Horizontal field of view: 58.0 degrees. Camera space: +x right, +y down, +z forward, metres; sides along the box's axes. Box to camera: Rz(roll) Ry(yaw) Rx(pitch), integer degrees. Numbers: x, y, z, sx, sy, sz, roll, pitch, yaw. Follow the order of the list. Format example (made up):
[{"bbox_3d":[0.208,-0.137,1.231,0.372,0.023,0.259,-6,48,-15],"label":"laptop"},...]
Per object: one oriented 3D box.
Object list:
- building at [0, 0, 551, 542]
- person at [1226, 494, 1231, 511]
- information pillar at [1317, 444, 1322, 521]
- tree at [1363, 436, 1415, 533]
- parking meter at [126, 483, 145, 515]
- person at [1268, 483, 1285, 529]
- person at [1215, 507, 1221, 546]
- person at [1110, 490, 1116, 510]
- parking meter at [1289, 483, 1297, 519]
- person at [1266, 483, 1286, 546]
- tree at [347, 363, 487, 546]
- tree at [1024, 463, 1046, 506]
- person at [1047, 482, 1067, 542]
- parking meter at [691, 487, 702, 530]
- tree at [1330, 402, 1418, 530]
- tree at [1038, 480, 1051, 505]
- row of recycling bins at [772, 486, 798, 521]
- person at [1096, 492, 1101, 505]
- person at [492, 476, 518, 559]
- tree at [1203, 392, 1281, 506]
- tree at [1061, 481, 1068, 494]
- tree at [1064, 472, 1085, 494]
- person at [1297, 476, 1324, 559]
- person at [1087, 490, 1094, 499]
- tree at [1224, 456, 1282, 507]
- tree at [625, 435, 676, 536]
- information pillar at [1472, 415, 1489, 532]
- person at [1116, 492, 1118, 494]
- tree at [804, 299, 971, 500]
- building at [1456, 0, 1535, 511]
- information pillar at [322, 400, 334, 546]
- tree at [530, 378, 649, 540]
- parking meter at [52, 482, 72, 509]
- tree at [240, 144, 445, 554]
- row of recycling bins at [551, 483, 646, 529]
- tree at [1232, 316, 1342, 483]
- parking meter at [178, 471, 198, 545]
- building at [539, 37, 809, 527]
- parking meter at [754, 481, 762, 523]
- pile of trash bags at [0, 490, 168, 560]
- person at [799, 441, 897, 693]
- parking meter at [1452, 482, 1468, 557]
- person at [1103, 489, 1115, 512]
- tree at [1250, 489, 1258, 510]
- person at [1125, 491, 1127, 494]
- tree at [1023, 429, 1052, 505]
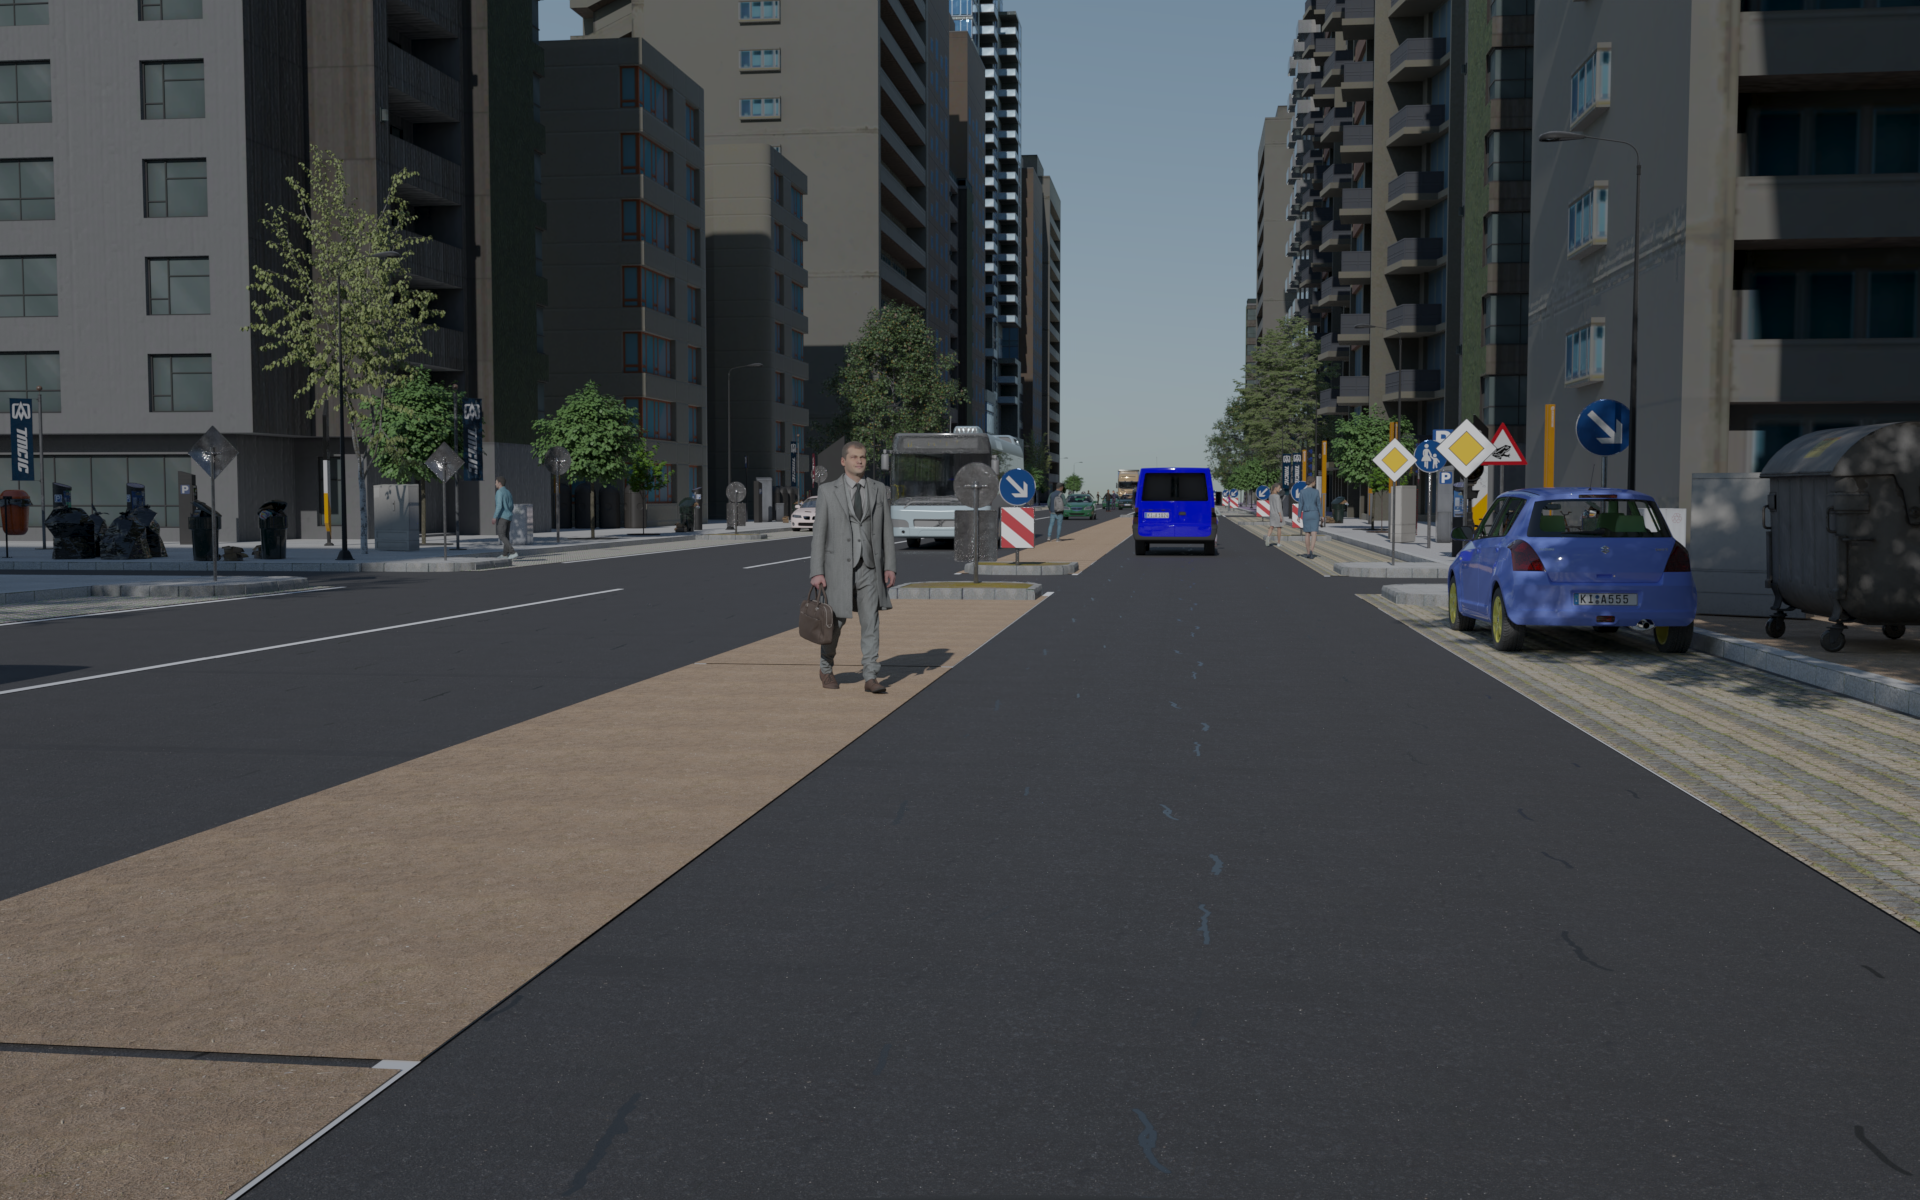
[{"bbox_3d":[-21.650,-17.125,51.691,14.160,30.474,14.107,0,4,7],"label":"building"},{"bbox_3d":[21.761,-7.820,139.586,0.991,1.433,0.599,-3,5,-42],"label":"person"},{"bbox_3d":[16.875,-5.497,81.231,0.183,3.616,0.504,3,5,42],"label":"information pillar"},{"bbox_3d":[13.957,-3.836,57.328,1.663,3.219,1.824,0,3,0],"label":"tree"},{"bbox_3d":[-18.252,-1.833,38.385,0.372,1.533,0.369,0,3,0],"label":"parking meter"},{"bbox_3d":[13.048,-3.877,71.244,0.474,1.900,0.648,-3,5,-42],"label":"person"},{"bbox_3d":[6.951,-2.128,47.569,0.425,1.301,0.394,0,4,7],"label":"person"},{"bbox_3d":[13.533,-8.857,153.754,0.568,1.767,0.683,2,4,25],"label":"person"},{"bbox_3d":[19.381,-5.809,100.694,0.399,1.863,0.255,3,5,40],"label":"parking meter"},{"bbox_3d":[8.563,-2.310,47.022,0.466,1.731,0.760,2,4,33],"label":"person"},{"bbox_3d":[-13.599,-3.657,43.505,4.285,4.588,4.351,0,3,0],"label":"tree"},{"bbox_3d":[7.291,-11.995,179.825,4.285,4.588,4.351,0,3,0],"label":"tree"},{"bbox_3d":[2.908,-2.634,51.912,0.623,1.781,0.721,1,4,14],"label":"person"},{"bbox_3d":[-9.337,-3.246,61.489,0.372,1.533,0.369,0,3,0],"label":"parking meter"},{"bbox_3d":[14.735,-4.781,61.889,4.285,4.588,4.351,0,3,0],"label":"tree"},{"bbox_3d":[9.902,-13.109,208.939,1.663,3.219,1.824,0,3,0],"label":"tree"},{"bbox_3d":[-8.779,-4.786,85.362,1.069,1.692,3.534,1,4,14],"label":"row of recycling bins"},{"bbox_3d":[18.235,-13.375,227.703,0.721,1.766,1.217,2,4,33],"label":"person"},{"bbox_3d":[-9.916,-1.792,37.816,0.620,1.820,0.660,0,4,8],"label":"person"},{"bbox_3d":[31.947,-16.939,193.958,9.611,12.733,9.660,0,3,0],"label":"tree"},{"bbox_3d":[14.181,-14.899,238.194,1.663,3.219,1.824,0,3,0],"label":"tree"},{"bbox_3d":[16.805,-16.600,255.127,4.285,4.588,4.351,0,3,0],"label":"tree"},{"bbox_3d":[7.662,-1.801,37.972,0.581,1.822,0.654,2,4,25],"label":"person"},{"bbox_3d":[12.358,-9.671,166.759,1.348,1.807,0.705,-1,4,-19],"label":"person"},{"bbox_3d":[23.782,-9.323,136.146,4.285,4.588,4.351,0,3,0],"label":"tree"},{"bbox_3d":[-9.941,-3.625,53.877,1.663,3.219,1.824,0,3,0],"label":"tree"},{"bbox_3d":[15.335,-3.655,51.112,0.504,3.616,0.183,-1,4,-16],"label":"information pillar"},{"bbox_3d":[20.971,-13.519,230.050,0.721,1.766,1.217,0,4,0],"label":"person"},{"bbox_3d":[-3.947,-11.305,101.848,9.611,12.733,9.660,0,3,0],"label":"tree"},{"bbox_3d":[24.311,-17.601,59.473,14.160,30.474,14.107,0,4,7],"label":"building"},{"bbox_3d":[-15.642,-3.146,42.795,0.183,3.616,0.504,-1,4,-12],"label":"information pillar"},{"bbox_3d":[-10.361,-4.002,49.148,4.285,4.588,4.351,0,3,0],"label":"tree"},{"bbox_3d":[-19.398,-1.777,37.458,0.372,1.533,0.369,0,3,0],"label":"parking meter"},{"bbox_3d":[-12.773,-5.274,36.588,4.737,8.622,4.395,0,3,0],"label":"tree"},{"bbox_3d":[-13.442,-3.503,64.382,3.534,1.692,1.069,0,4,-5],"label":"row of recycling bins"},{"bbox_3d":[20.922,-11.790,110.898,7.486,12.596,7.792,0,3,0],"label":"tree"},{"bbox_3d":[-19.560,-2.335,43.894,0.399,1.863,0.255,0,4,-1],"label":"parking meter"},{"bbox_3d":[-23.857,-14.490,81.950,27.650,21.520,28.899,0,4,7],"label":"building"},{"bbox_3d":[-9.029,-4.389,77.473,0.255,1.863,0.399,1,4,23],"label":"parking meter"},{"bbox_3d":[-17.722,-1.531,34.784,3.447,1.369,1.912,1,4,9],"label":"pile of trash bags"},{"bbox_3d":[-0.784,-0.239,12.510,0.694,1.812,0.767,-1,4,-21],"label":"person"},{"bbox_3d":[10.212,-1.642,35.252,0.372,1.533,0.369,0,3,0],"label":"parking meter"},{"bbox_3d":[12.144,-8.148,141.735,1.348,1.821,0.705,-3,4,-36],"label":"person"},{"bbox_3d":[24.079,-8.932,140.632,1.663,3.219,1.824,0,3,0],"label":"tree"},{"bbox_3d":[17.526,-10.591,182.215,0.434,1.755,0.990,-1,4,-10],"label":"person"},{"bbox_3d":[8.658,-14.994,195.507,4.737,8.622,4.395,0,3,0],"label":"tree"}]
